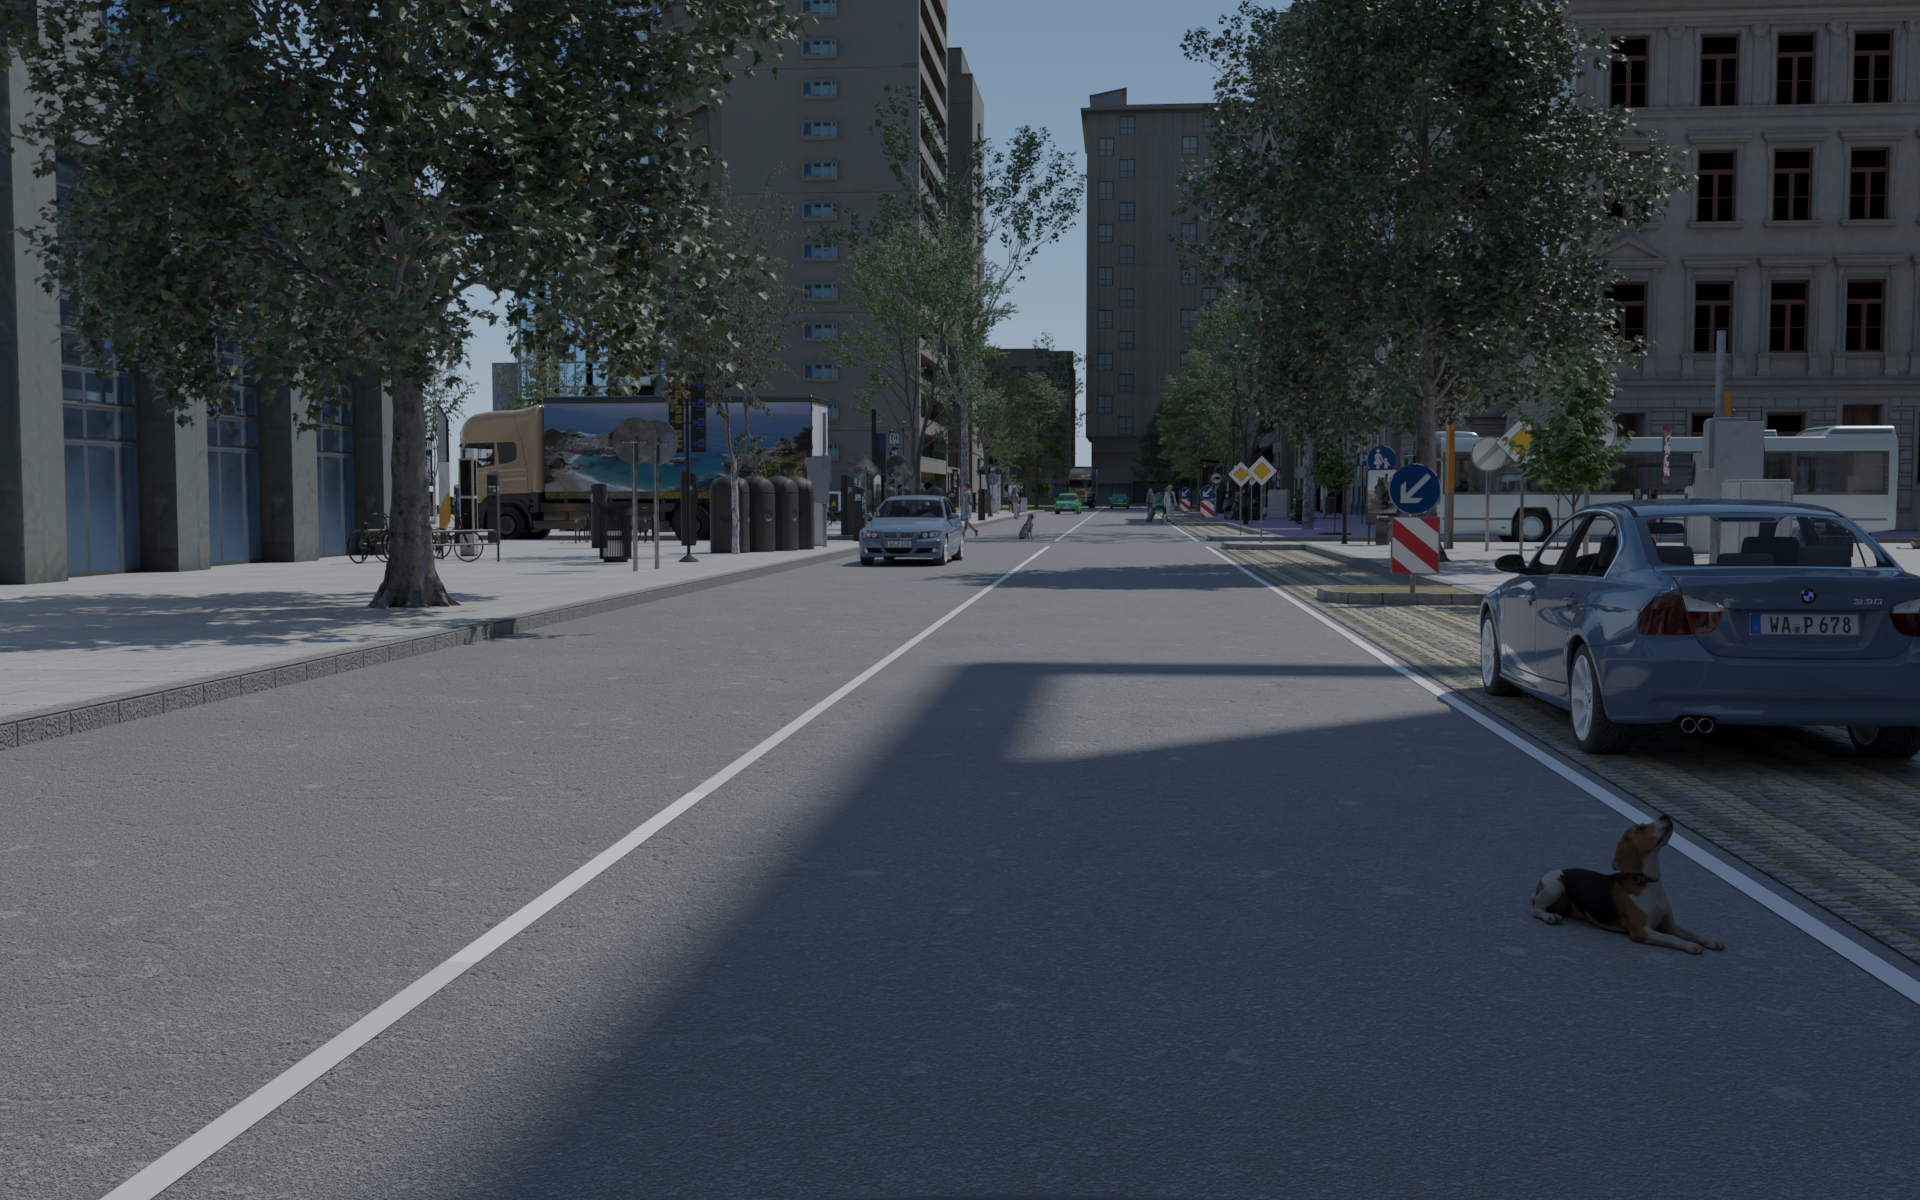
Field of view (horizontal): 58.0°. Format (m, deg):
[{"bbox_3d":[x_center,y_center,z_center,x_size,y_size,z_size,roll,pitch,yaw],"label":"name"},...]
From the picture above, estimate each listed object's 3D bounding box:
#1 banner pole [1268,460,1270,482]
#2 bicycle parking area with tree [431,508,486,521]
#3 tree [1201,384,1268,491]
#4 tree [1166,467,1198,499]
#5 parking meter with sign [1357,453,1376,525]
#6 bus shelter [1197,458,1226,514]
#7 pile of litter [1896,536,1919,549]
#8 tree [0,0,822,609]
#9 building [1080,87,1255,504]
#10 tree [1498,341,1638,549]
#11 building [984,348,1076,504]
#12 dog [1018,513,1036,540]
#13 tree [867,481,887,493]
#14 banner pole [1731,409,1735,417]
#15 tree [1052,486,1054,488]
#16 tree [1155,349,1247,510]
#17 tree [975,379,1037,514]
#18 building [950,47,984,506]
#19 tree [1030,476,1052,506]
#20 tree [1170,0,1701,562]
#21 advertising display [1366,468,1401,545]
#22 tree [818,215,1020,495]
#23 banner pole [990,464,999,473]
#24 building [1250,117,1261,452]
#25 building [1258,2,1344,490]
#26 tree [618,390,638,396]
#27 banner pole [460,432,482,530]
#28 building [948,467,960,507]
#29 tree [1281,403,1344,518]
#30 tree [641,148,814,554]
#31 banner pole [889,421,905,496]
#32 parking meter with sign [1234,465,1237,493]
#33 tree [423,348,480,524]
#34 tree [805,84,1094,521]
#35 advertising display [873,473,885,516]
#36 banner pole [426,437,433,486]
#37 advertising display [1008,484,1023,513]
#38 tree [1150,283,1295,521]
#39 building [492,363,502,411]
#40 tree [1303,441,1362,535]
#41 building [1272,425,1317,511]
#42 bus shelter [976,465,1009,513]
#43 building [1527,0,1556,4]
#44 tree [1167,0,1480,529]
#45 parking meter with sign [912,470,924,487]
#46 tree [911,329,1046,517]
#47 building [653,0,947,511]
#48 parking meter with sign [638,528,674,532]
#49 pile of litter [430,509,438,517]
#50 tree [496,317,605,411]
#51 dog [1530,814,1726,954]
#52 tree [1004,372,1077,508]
[{"bbox_3d":[22.511,-8.320,126.050,0.401,3.779,0.863,1,4,15],"label":"banner pole"},{"bbox_3d":[-23.261,-6.529,93.747,8.231,4.147,9.016,0,4,-3],"label":"bicycle parking area with tree"},{"bbox_3d":[17.160,-9.759,109.918,4.737,8.622,4.395,0,3,0],"label":"tree"},{"bbox_3d":[21.813,-11.303,168.517,4.285,4.588,4.351,0,3,0],"label":"tree"},{"bbox_3d":[17.359,-4.663,72.501,0.543,3.016,1.738,-2,4,-24],"label":"parking meter with sign"},{"bbox_3d":[16.904,-7.651,116.383,1.731,3.624,6.357,0,4,6],"label":"bus shelter"},{"bbox_3d":[22.742,-1.615,40.377,1.719,0.858,1.176,1,4,23],"label":"pile of litter"},{"bbox_3d":[-6.392,-6.277,19.639,9.611,12.733,9.660,0,3,0],"label":"tree"},{"bbox_3d":[30.196,-39.345,232.526,27.495,52.752,28.713,0,4,5],"label":"building"},{"bbox_3d":[7.899,-1.675,21.982,1.663,3.219,1.824,0,3,0],"label":"tree"},{"bbox_3d":[0.912,-23.892,235.666,28.899,21.520,27.650,0,4,5],"label":"building"},{"bbox_3d":[1.983,-2.320,54.769,0.800,0.831,0.513,0,4,4],"label":"dog"},{"bbox_3d":[-5.760,-7.523,117.597,1.663,3.219,1.824,0,3,0],"label":"tree"},{"bbox_3d":[22.537,-3.738,51.133,0.863,3.779,0.401,0,4,1],"label":"banner pole"},{"bbox_3d":[9.523,-12.134,192.985,1.663,3.219,1.824,0,3,0],"label":"tree"},{"bbox_3d":[18.946,-13.313,135.797,7.486,12.596,7.792,0,3,0],"label":"tree"},{"bbox_3d":[2.530,-9.739,109.600,4.737,8.622,4.395,0,3,0],"label":"tree"},{"bbox_3d":[-8.736,-34.438,186.766,21.600,48.544,21.300,0,4,5],"label":"building"},{"bbox_3d":[7.740,-10.718,169.846,1.663,3.219,1.824,0,3,0],"label":"tree"},{"bbox_3d":[8.861,-7.083,32.811,9.611,12.733,9.660,0,3,0],"label":"tree"},{"bbox_3d":[10.658,-2.349,43.626,0.123,1.923,0.974,-3,5,-40],"label":"advertising display"},{"bbox_3d":[-1.623,-8.529,65.206,9.928,11.665,9.643,0,3,0],"label":"tree"},{"bbox_3d":[2.612,-8.446,128.114,0.863,3.779,0.401,1,4,21],"label":"banner pole"},{"bbox_3d":[38.898,-32.816,186.651,14.600,45.320,14.200,0,4,5],"label":"building"},{"bbox_3d":[40.675,-33.295,168.077,21.300,48.544,21.600,0,4,5],"label":"building"},{"bbox_3d":[-22.062,-9.920,112.560,4.737,8.622,4.395,0,3,0],"label":"tree"},{"bbox_3d":[-17.292,-4.366,61.394,0.863,3.779,0.401,-1,4,-12],"label":"banner pole"},{"bbox_3d":[-10.596,-44.212,161.118,20.563,71.187,20.611,0,4,5],"label":"building"},{"bbox_3d":[19.510,-8.768,93.719,4.737,8.622,4.395,0,3,0],"label":"tree"},{"bbox_3d":[-4.918,-5.269,36.504,4.360,8.622,3.978,0,3,0],"label":"tree"},{"bbox_3d":[-2.127,-4.249,59.484,0.863,3.779,0.401,-3,5,-40],"label":"banner pole"},{"bbox_3d":[17.559,-6.699,105.789,1.738,3.016,0.543,-2,4,-25],"label":"parking meter with sign"},{"bbox_3d":[-22.724,-7.556,73.904,4.360,8.622,3.978,0,3,0],"label":"tree"},{"bbox_3d":[-1.221,-13.845,82.252,12.611,20.169,13.585,0,3,0],"label":"tree"},{"bbox_3d":[-2.518,-2.968,53.742,0.123,1.923,0.974,-1,4,-17],"label":"advertising display"},{"bbox_3d":[-20.629,-4.704,66.934,0.401,3.779,0.863,1,4,22],"label":"banner pole"},{"bbox_3d":[4.243,-7.598,129.433,0.974,1.923,0.123,-2,4,-28],"label":"advertising display"},{"bbox_3d":[14.002,-9.677,83.977,9.928,11.665,9.643,0,3,0],"label":"tree"},{"bbox_3d":[-34.932,-53.555,188.302,31.000,86.520,22.319,0,4,5],"label":"building"},{"bbox_3d":[11.957,-3.678,54.729,1.663,3.219,1.824,0,3,0],"label":"tree"},{"bbox_3d":[41.224,-18.257,143.538,27.650,21.520,28.899,0,4,5],"label":"building"},{"bbox_3d":[2.311,-7.830,121.941,2.014,3.302,5.546,0,4,5],"label":"bus shelter"},{"bbox_3d":[82.039,-47.947,222.180,20.611,71.187,20.563,0,4,5],"label":"building"},{"bbox_3d":[13.756,-12.698,63.495,12.611,20.169,13.585,0,3,0],"label":"tree"},{"bbox_3d":[-2.743,-7.759,123.126,0.543,3.016,1.738,2,4,25],"label":"parking meter with sign"},{"bbox_3d":[1.404,-9.978,97.546,7.601,10.594,8.767,2,4,26],"label":"tree"},{"bbox_3d":[-12.676,-31.630,140.846,21.300,48.544,21.600,0,4,5],"label":"building"},{"bbox_3d":[-10.010,-3.786,58.163,1.738,3.016,0.543,-2,4,-26],"label":"parking meter with sign"},{"bbox_3d":[-30.671,-5.204,99.043,1.719,0.858,1.176,0,4,-1],"label":"pile of litter"},{"bbox_3d":[-16.249,-7.213,68.293,4.737,8.622,4.395,0,3,0],"label":"tree"},{"bbox_3d":[2.195,0.882,5.767,0.550,0.427,0.748,1,4,12],"label":"dog"},{"bbox_3d":[7.404,-14.851,160.935,7.486,12.596,7.792,0,3,0],"label":"tree"}]
